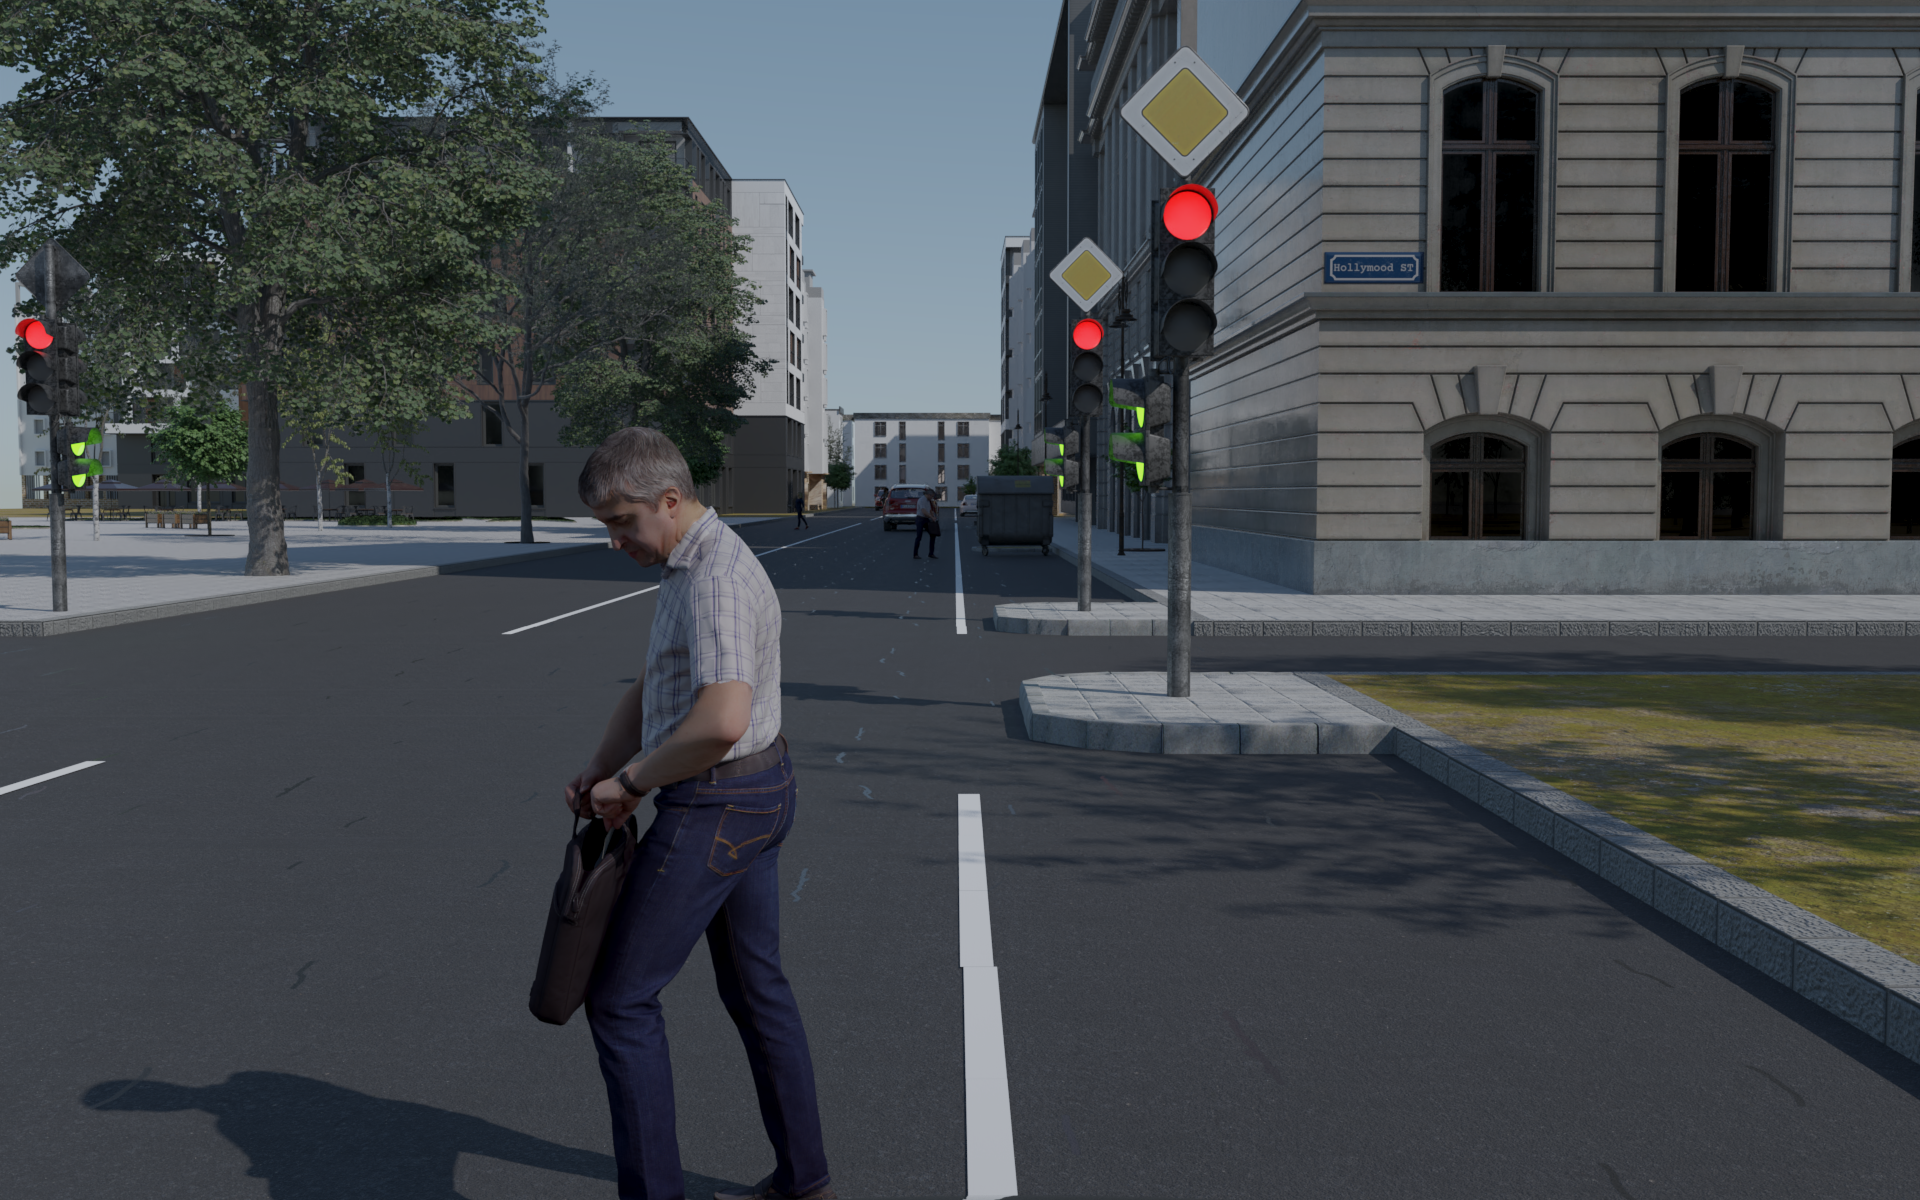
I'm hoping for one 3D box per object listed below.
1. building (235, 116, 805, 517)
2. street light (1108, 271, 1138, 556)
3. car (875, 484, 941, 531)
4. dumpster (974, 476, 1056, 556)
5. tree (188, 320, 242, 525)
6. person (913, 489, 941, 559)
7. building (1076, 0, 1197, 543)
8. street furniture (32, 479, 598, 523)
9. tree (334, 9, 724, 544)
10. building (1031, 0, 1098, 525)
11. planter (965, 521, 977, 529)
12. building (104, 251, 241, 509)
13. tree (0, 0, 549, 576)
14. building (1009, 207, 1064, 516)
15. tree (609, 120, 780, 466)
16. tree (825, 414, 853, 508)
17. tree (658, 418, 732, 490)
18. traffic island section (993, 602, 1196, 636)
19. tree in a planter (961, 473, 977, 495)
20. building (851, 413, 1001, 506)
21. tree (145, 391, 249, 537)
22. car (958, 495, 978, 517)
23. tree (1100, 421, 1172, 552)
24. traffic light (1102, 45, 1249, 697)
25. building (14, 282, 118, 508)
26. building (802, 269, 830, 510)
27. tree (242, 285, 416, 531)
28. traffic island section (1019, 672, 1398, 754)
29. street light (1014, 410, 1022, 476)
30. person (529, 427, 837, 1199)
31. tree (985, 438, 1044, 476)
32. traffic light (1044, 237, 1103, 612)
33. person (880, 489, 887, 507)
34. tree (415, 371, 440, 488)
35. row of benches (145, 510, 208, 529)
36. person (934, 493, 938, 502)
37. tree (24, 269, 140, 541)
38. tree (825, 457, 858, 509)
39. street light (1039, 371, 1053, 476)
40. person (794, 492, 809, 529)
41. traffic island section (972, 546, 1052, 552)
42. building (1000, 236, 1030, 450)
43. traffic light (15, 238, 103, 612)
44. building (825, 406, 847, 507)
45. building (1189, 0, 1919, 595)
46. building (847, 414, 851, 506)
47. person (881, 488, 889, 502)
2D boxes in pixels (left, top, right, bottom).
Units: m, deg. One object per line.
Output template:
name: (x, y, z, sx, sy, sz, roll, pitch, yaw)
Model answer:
building: (-25.259, -16.294, 110.382, 27.936, 21.610, 32.646, 0, 4, 0)
street light: (3.370, -3.865, 35.983, 0.468, 5.910, 1.993, 0, 4, 0)
car: (-1.900, -3.659, 68.498, 2.281, 1.827, 5.304, 0, 4, 2)
dumpster: (1.277, -1.976, 40.521, 1.865, 1.857, 1.264, 0, 4, -1)
tree: (-32.066, -7.478, 72.626, 4.360, 8.622, 3.978, 0, 3, 0)
person: (-0.732, -1.695, 38.422, 0.590, 1.554, 0.614, 1, 4, 20)
building: (10.924, -12.833, 51.626, 13.314, 21.916, 24.055, 0, 4, 0)
street furniture: (-29.323, -4.880, 84.817, 27.439, 1.986, 14.083, 0, 4, 8)
tree: (-11.396, -8.208, 44.568, 12.009, 13.543, 11.850, 0, 3, 0)
building: (11.032, -15.905, 79.110, 14.314, 24.678, 30.058, 0, 4, 0)
planter: (1.215, -3.108, 71.962, 1.991, 0.319, 1.994, 0, 4, 0)
building: (-55.768, -19.090, 156.092, 32.646, 21.610, 27.936, 0, 4, 0)
tree: (-10.839, -7.359, 26.970, 9.857, 13.997, 8.962, 0, 3, 0)
building: (11.463, -16.115, 119.893, 16.016, 20.091, 11.380, 0, 4, 0)
tree: (-10.919, -9.349, 59.517, 9.857, 13.997, 8.962, 0, 3, 0)
tree: (-11.418, -12.630, 156.866, 4.360, 8.622, 3.978, 0, 3, 0)
tree: (-10.787, -5.257, 69.664, 4.285, 4.588, 4.351, 0, 3, 0)
traffic island section: (1.383, 0.202, 18.977, 2.009, 0.180, 2.903, 0, 4, 0)
tree in a planter: (0.978, -9.200, 147.645, 1.991, 3.239, 1.994, 0, 4, 0)
building: (3.024, -14.736, 183.081, 28.070, 9.664, 9.099, 0, 4, 0)
tree: (-23.011, -4.232, 52.912, 4.285, 4.588, 4.351, 0, 3, 0)
car: (0.937, -6.072, 111.645, 2.083, 1.381, 4.827, 0, 4, -1)
tree: (4.153, -2.700, 38.748, 1.663, 3.219, 1.824, 0, 3, 0)
traffic light: (1.368, -1.323, 10.879, 0.839, 4.213, 0.868, 0, 4, 0)
building: (-78.019, -18.640, 161.179, 11.380, 20.091, 16.016, 0, 4, 0)
building: (-18.949, -17.576, 143.779, 16.016, 20.091, 11.380, 0, 4, 0)
tree: (-22.251, -6.683, 59.632, 4.737, 8.622, 4.395, 0, 3, 0)
traffic island section: (1.409, 0.690, 10.992, 2.009, 0.180, 2.903, 0, 4, 0)
street light: (3.137, -7.393, 93.665, 0.468, 5.910, 1.993, 0, 4, 0)
person: (-0.505, 0.457, 3.233, 0.590, 1.554, 0.614, -1, 4, -14)
tree: (3.176, -7.202, 101.467, 4.285, 4.588, 4.351, 0, 3, 0)
traffic light: (1.343, -1.812, 18.864, 0.839, 4.213, 0.868, 0, 4, 0)
person: (-4.262, -5.577, 100.408, 0.721, 1.735, 1.217, -3, 5, -44)
tree: (-21.454, -7.007, 64.926, 4.737, 8.622, 4.395, 0, 3, 0)
row of benches: (-29.242, -3.015, 64.758, 4.104, 0.672, 1.422, 3, 5, 41)
person: (-1.787, -6.769, 119.627, 0.683, 1.767, 0.568, 1, 4, 13)
tree: (-23.824, -5.947, 47.599, 4.360, 8.622, 3.978, 0, 3, 0)
tree: (-10.653, -10.292, 151.993, 4.285, 4.588, 4.351, 0, 3, 0)
street light: (3.222, -5.646, 65.101, 0.468, 5.910, 1.993, 0, 4, 0)
person: (-6.436, -3.617, 70.179, 0.480, 1.512, 0.613, 3, 5, 44)
traffic island section: (1.293, -1.285, 43.880, 1.991, 0.108, 1.994, 0, 4, 0)
building: (17.472, -18.937, 153.591, 27.936, 21.610, 32.646, 0, 4, 0)
traffic light: (-9.818, -1.808, 18.813, 0.839, 4.213, 0.868, 0, 4, 0)
building: (-25.440, -13.700, 166.141, 28.070, 9.664, 9.099, 0, 4, 0)
building: (21.398, -12.682, 26.432, 34.723, 24.649, 14.460, 0, 4, 0)
building: (-25.273, -14.740, 183.142, 28.070, 9.664, 9.099, 0, 4, 0)
person: (-4.909, -6.578, 115.678, 0.705, 1.869, 1.348, -2, 4, -31)
